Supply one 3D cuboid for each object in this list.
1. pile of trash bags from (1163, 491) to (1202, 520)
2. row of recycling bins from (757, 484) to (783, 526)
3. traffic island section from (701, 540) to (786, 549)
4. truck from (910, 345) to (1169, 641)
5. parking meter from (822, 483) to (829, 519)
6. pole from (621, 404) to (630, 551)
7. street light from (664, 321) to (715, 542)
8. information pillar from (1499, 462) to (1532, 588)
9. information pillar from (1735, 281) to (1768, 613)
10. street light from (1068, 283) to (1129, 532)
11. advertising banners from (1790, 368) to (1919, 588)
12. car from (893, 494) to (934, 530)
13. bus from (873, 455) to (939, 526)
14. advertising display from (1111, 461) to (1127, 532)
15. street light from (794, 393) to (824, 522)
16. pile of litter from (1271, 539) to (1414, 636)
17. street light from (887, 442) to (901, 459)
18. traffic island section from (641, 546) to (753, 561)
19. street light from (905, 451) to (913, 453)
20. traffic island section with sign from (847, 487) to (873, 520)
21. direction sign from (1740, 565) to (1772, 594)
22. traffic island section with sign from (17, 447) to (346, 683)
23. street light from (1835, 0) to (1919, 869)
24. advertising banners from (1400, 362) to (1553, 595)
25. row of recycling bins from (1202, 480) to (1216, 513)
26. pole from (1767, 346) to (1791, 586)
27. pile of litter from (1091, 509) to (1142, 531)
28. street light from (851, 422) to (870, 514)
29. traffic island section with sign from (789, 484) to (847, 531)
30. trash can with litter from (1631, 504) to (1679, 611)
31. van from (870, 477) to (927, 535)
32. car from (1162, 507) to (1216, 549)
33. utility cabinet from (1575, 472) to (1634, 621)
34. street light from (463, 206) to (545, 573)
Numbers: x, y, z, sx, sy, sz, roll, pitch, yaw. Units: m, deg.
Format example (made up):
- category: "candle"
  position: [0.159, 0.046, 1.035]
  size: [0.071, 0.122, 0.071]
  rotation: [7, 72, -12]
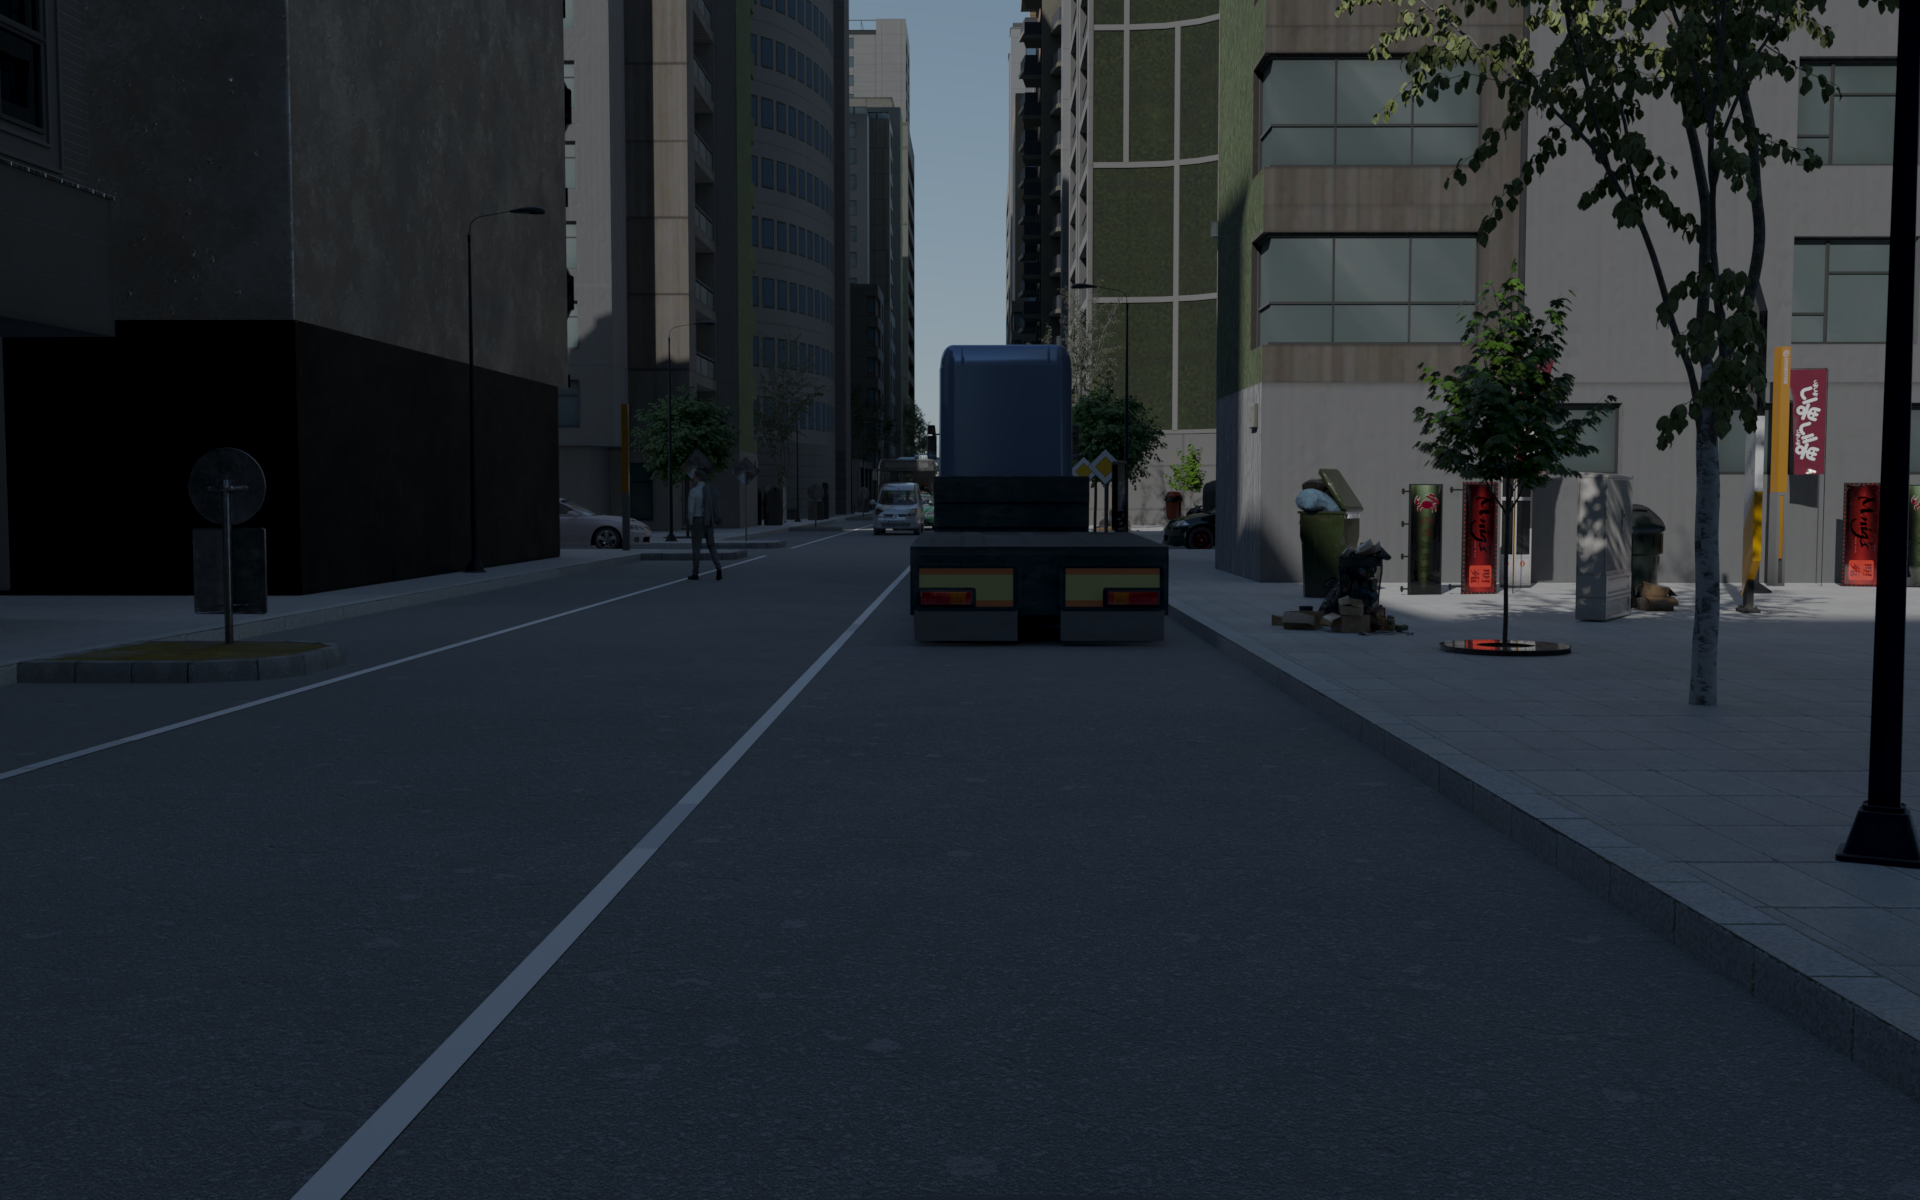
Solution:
- category: "pile of trash bags"
  position: [7.877, -2.796, 55.464]
  size: [3.447, 1.369, 1.912]
  rotation: [-3, 4, -37]
- category: "row of recycling bins"
  position: [-8.998, -3.909, 71.029]
  size: [3.534, 1.692, 1.069]
  rotation: [0, 4, 5]
- category: "traffic island section"
  position: [-5.793, -1.497, 46.761]
  size: [2.009, 0.180, 2.903]
  rotation: [0, 4, 1]
- category: "truck"
  position: [0.793, -2.183, 25.458]
  size: [2.967, 4.110, 18.799]
  rotation: [0, 4, 0]
- category: "parking meter"
  position: [-6.834, -5.033, 87.997]
  size: [0.255, 1.863, 0.399]
  rotation: [1, 4, 14]
- category: "pole"
  position: [-7.592, -2.782, 39.322]
  size: [0.158, 3.312, 0.155]
  rotation: [0, 3, 0]
- category: "street light"
  position: [-7.258, -4.529, 46.585]
  size: [1.470, 5.913, 1.316]
  rotation: [0, 4, 1]
- category: "information pillar"
  position: [7.596, -1.172, 23.654]
  size: [0.304, 2.012, 0.304]
  rotation: [-1, 4, -23]
- category: "information pillar"
  position: [8.527, -1.666, 18.590]
  size: [0.183, 3.616, 0.504]
  rotation: [1, 4, 12]
- category: "street light"
  position: [3.141, -4.022, 38.299]
  size: [1.470, 5.913, 1.316]
  rotation: [0, 4, 1]
- category: "advertising banners"
  position: [12.495, -1.694, 23.883]
  size: [2.074, 3.025, 0.090]
  rotation: [1, 4, 20]
- category: "car"
  position: [-1.785, -3.548, 69.816]
  size: [2.131, 1.459, 4.920]
  rotation: [0, 4, -1]
- category: "bus"
  position: [-2.225, -5.306, 81.618]
  size: [2.948, 3.499, 13.247]
  rotation: [0, 4, 1]
- category: "advertising display"
  position: [3.099, -1.745, 33.740]
  size: [0.123, 1.923, 0.974]
  rotation: [1, 4, 15]
- category: "street light"
  position: [-6.917, -6.533, 79.362]
  size: [1.470, 5.913, 1.316]
  rotation: [0, 4, 1]
- category: "pile of litter"
  position: [3.614, -0.151, 16.429]
  size: [1.176, 0.858, 1.719]
  rotation: [0, 4, -6]
- category: "street light"
  position: [-5.984, -11.198, 155.635]
  size: [1.470, 5.913, 1.316]
  rotation: [0, 4, 1]
- category: "traffic island section"
  position: [-5.882, -1.009, 38.776]
  size: [2.009, 0.180, 2.903]
  rotation: [0, 4, 1]
- category: "street light"
  position: [-5.708, -13.178, 188.005]
  size: [1.470, 5.913, 1.316]
  rotation: [0, 4, 1]
- category: "traffic island section with sign"
  position: [-5.266, -5.300, 95.282]
  size: [1.989, 1.847, 2.006]
  rotation: [0, 4, 1]
- category: "direction sign"
  position: [10.347, -1.860, 22.405]
  size: [0.379, 3.537, 0.876]
  rotation: [2, 4, 26]
- category: "traffic island section with sign"
  position: [-6.161, -0.333, 14.069]
  size: [1.989, 1.847, 2.006]
  rotation: [0, 4, 1]
- category: "street light"
  position: [2.707, -2.042, 5.931]
  size: [1.470, 5.913, 1.316]
  rotation: [0, 4, 1]
- category: "advertising banners"
  position: [6.615, -1.585, 22.096]
  size: [2.074, 3.025, 0.090]
  rotation: [-1, 4, -12]
- category: "row of recycling bins"
  position: [8.525, -2.741, 51.933]
  size: [1.069, 1.692, 3.534]
  rotation: [3, 5, 43]
- category: "pole"
  position: [11.389, -1.849, 24.075]
  size: [0.158, 3.312, 0.155]
  rotation: [0, 3, 0]
- category: "pile of litter"
  position: [5.446, -2.823, 60.122]
  size: [1.719, 0.858, 1.176]
  rotation: [1, 4, 15]
- category: "street light"
  position: [-6.478, -8.517, 111.793]
  size: [1.470, 5.913, 1.316]
  rotation: [0, 4, 1]
- category: "traffic island section with sign"
  position: [-5.570, -3.588, 67.284]
  size: [1.989, 1.847, 2.006]
  rotation: [0, 4, 1]
- category: "trash can with litter"
  position: [7.722, -0.488, 19.365]
  size: [0.624, 1.170, 1.055]
  rotation: [0, 4, -4]
- category: "van"
  position: [-2.163, -3.343, 61.676]
  size: [2.013, 2.044, 4.112]
  rotation: [0, 4, 1]
- category: "car"
  position: [7.129, -2.029, 42.953]
  size: [4.222, 1.686, 2.009]
  rotation: [0, 4, 2]
- category: "utility cabinet"
  position: [6.640, -0.558, 17.801]
  size: [0.318, 1.500, 1.173]
  rotation: [2, 4, 33]
- category: "street light"
  position: [-7.393, -3.400, 28.131]
  size: [1.470, 5.913, 1.316]
  rotation: [0, 4, 1]
